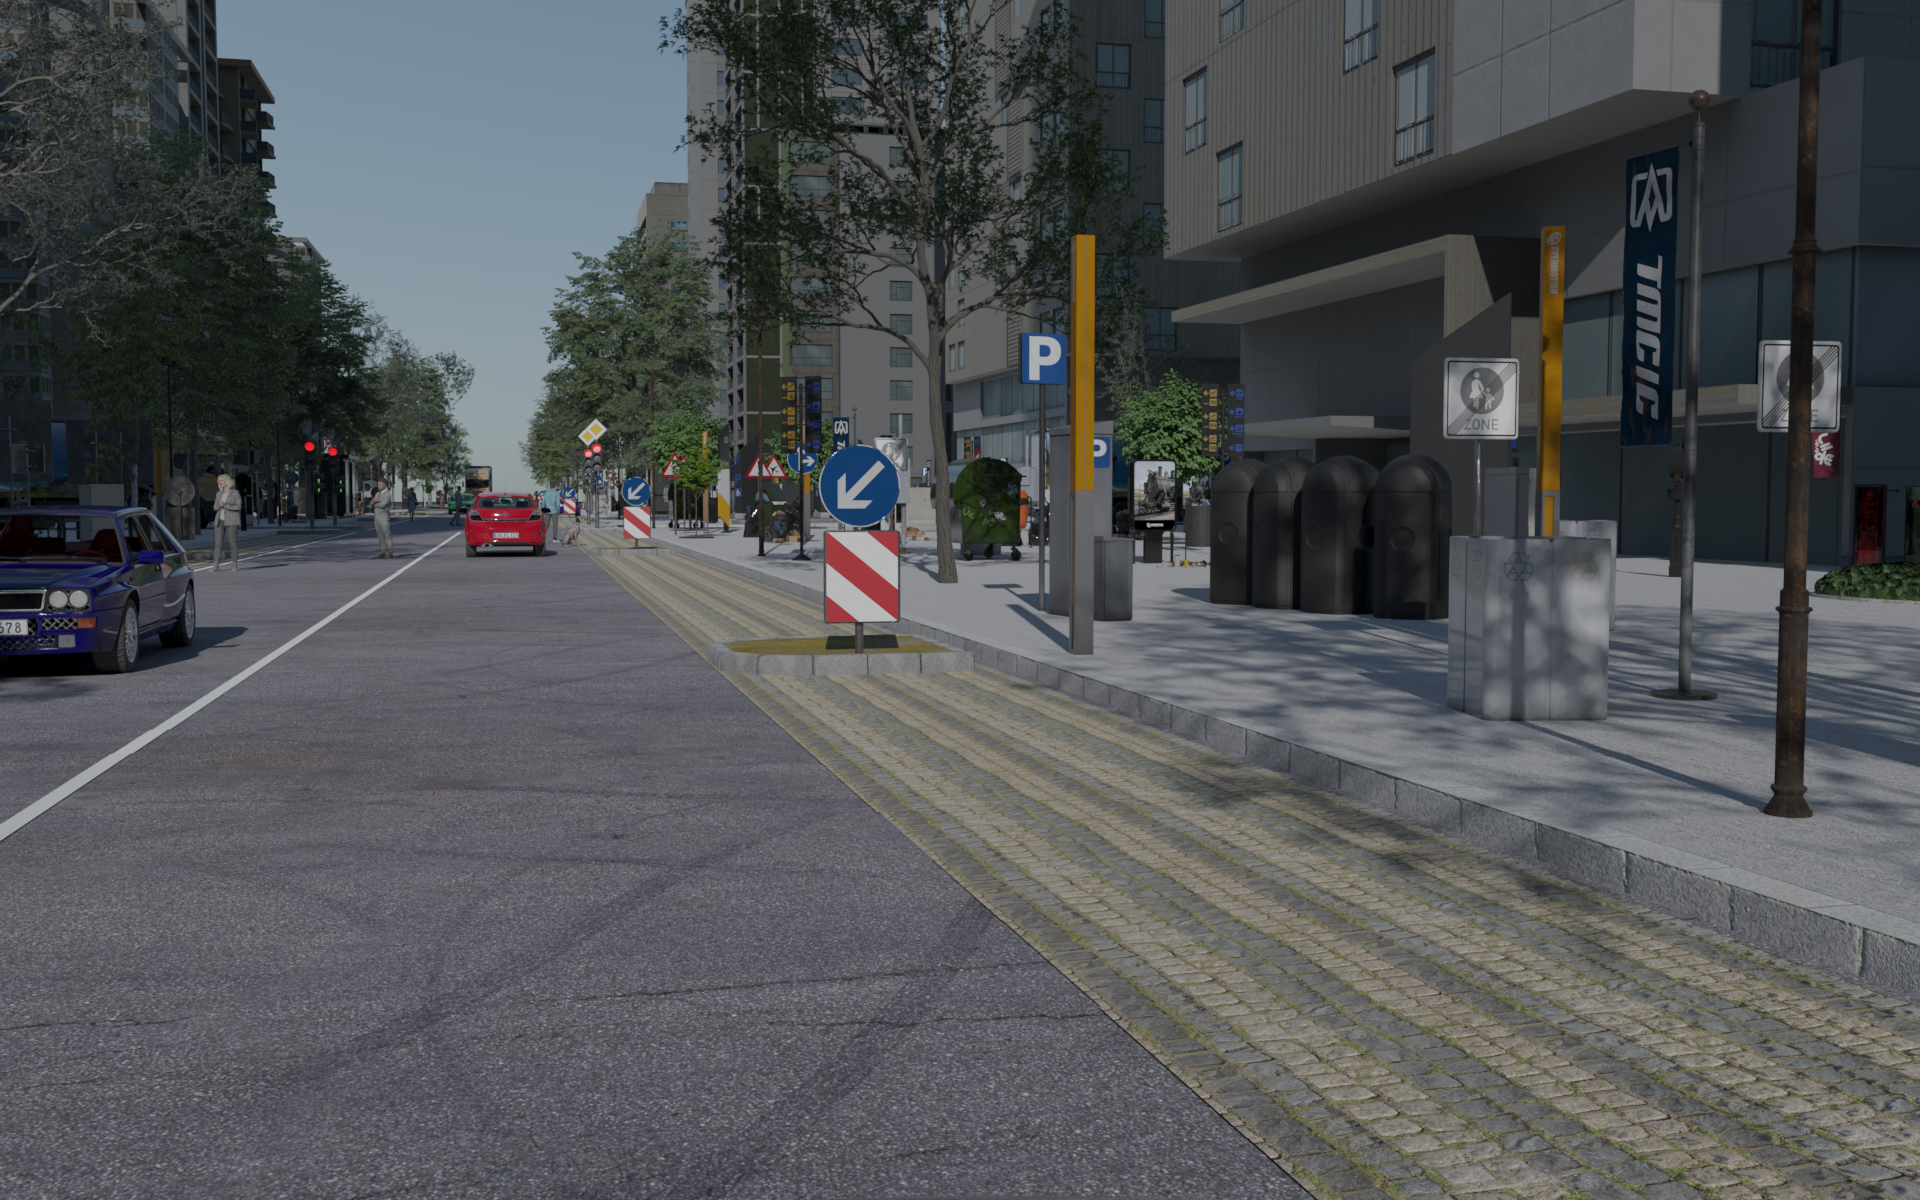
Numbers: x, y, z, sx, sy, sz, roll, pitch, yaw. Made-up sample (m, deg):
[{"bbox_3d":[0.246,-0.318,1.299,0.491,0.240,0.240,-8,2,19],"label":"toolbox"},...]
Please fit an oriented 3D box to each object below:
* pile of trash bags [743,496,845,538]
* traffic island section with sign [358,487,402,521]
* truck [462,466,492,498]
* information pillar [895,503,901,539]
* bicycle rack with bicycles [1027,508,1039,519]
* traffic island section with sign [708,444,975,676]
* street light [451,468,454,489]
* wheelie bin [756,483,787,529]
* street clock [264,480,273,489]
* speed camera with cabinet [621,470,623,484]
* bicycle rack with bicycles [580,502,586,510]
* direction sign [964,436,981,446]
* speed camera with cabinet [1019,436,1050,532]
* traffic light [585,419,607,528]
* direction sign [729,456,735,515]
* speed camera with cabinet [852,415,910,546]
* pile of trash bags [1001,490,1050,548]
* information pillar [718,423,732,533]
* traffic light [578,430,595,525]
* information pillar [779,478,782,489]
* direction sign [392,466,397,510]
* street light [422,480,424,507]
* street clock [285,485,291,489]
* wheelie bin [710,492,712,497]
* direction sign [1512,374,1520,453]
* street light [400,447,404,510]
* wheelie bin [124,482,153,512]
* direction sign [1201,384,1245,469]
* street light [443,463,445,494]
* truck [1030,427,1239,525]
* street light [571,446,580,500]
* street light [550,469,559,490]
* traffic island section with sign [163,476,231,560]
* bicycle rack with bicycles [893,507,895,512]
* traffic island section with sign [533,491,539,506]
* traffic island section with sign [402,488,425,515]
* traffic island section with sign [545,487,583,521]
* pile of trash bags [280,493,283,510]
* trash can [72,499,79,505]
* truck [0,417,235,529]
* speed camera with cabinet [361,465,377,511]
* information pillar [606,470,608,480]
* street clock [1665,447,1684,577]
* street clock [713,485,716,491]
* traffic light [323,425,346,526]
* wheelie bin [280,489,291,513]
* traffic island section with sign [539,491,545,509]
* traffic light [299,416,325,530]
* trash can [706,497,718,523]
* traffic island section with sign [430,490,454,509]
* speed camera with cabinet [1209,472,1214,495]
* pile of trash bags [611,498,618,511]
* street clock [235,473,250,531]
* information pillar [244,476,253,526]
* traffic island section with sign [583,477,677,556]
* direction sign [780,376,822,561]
[{"bbox_3d":[-4.879,-2.568,51.737,3.447,1.369,1.912,0,4,6],"label":"pile of trash bags"},{"bbox_3d":[-30.961,-5.110,92.178,1.989,1.847,2.006,-1,4,-14],"label":"traffic island section with sign"},{"bbox_3d":[-48.231,-11.290,173.498,2.839,4.237,11.283,-1,4,-14],"label":"truck"},{"bbox_3d":[-1.695,-2.750,49.449,0.304,2.012,0.304,0,4,6],"label":"information pillar"},{"bbox_3d":[3.809,-4.046,79.536,2.925,0.926,2.852,-3,4,-38],"label":"bicycle rack with bicycles"},{"bbox_3d":[-1.087,-0.364,14.572,1.989,1.847,2.006,-1,4,-14],"label":"traffic island section with sign"},{"bbox_3d":[-74.189,-17.151,253.212,0.468,5.910,1.993,-1,4,-14],"label":"street light"},{"bbox_3d":[-5.443,-2.554,49.674,0.693,1.594,0.980,3,4,38],"label":"wheelie bin"},{"bbox_3d":[-36.289,-5.290,91.066,0.471,2.002,0.358,1,4,16],"label":"street clock"},{"bbox_3d":[-27.349,-9.090,142.965,0.660,3.252,2.038,-3,5,-43],"label":"speed camera with cabinet"},{"bbox_3d":[-29.397,-7.724,139.674,2.925,0.926,2.852,-3,5,-40],"label":"bicycle rack with bicycles"},{"bbox_3d":[0.485,-4.661,68.209,0.876,3.537,0.379,3,5,42],"label":"direction sign"},{"bbox_3d":[2.951,-3.929,58.573,2.038,3.252,0.660,2,4,33],"label":"speed camera with cabinet"},{"bbox_3d":[-13.588,-4.634,64.687,0.839,4.253,0.868,-1,4,-14],"label":"traffic light"},{"bbox_3d":[-13.711,-6.832,103.704,0.379,3.537,0.876,-3,4,-37],"label":"direction sign"},{"bbox_3d":[-2.013,-3.021,43.725,0.660,3.252,2.038,-2,4,-33],"label":"speed camera with cabinet"},{"bbox_3d":[1.616,-2.024,42.839,1.912,1.369,3.447,0,4,6],"label":"pile of trash bags"},{"bbox_3d":[-7.769,-4.016,57.017,0.183,3.616,0.504,2,4,34],"label":"information pillar"},{"bbox_3d":[-15.561,-5.107,72.425,0.839,4.253,0.868,-1,4,-14],"label":"traffic light"},{"bbox_3d":[-15.152,-9.458,145.990,0.183,3.616,0.504,-2,4,-25],"label":"information pillar"},{"bbox_3d":[-46.318,-9.153,141.652,0.379,3.537,0.876,0,4,-4],"label":"direction sign"},{"bbox_3d":[-53.738,-12.261,173.246,0.468,5.910,1.993,-1,4,-14],"label":"street light"},{"bbox_3d":[-51.907,-7.908,133.870,0.358,2.002,0.471,0,4,4],"label":"street clock"},{"bbox_3d":[-17.049,-6.630,116.303,0.693,1.594,0.980,-2,4,-35],"label":"wheelie bin"},{"bbox_3d":[10.362,-2.511,33.053,0.379,3.537,0.876,-1,4,-19],"label":"direction sign"},{"bbox_3d":[-46.306,-10.463,143.850,0.468,5.910,1.993,-1,4,-14],"label":"street light"},{"bbox_3d":[-21.700,-2.318,45.814,0.693,1.594,0.980,-2,4,-28],"label":"wheelie bin"},{"bbox_3d":[5.402,-2.669,35.632,0.876,3.537,0.379,0,4,-1],"label":"direction sign"},{"bbox_3d":[-66.801,-15.392,224.439,0.468,5.910,1.993,-1,4,-14],"label":"street light"},{"bbox_3d":[8.786,-5.272,75.103,11.283,4.237,2.839,-1,4,-13],"label":"truck"},{"bbox_3d":[-32.134,-10.557,145.397,0.468,5.910,1.993,-1,4,-14],"label":"street light"},{"bbox_3d":[-56.697,-16.485,242.311,0.468,5.910,1.993,-1,4,-14],"label":"street light"},{"bbox_3d":[-17.139,-1.795,37.973,1.989,1.847,2.006,-1,4,-14],"label":"traffic island section with sign"},{"bbox_3d":[-4.068,-5.013,95.351,2.852,0.926,2.925,1,4,10],"label":"bicycle rack with bicycles"},{"bbox_3d":[-40.516,-9.824,169.254,1.989,1.847,2.006,-1,4,-14],"label":"traffic island section with sign"},{"bbox_3d":[-37.636,-6.713,118.388,1.989,1.847,2.006,-1,4,-14],"label":"traffic island section with sign"},{"bbox_3d":[-21.190,-5.184,93.385,1.989,1.847,2.006,-1,4,-14],"label":"traffic island section with sign"},{"bbox_3d":[-49.461,-7.116,126.092,1.912,1.369,3.447,-1,4,-17],"label":"pile of trash bags"},{"bbox_3d":[-23.569,-2.152,46.832,0.748,1.137,0.748,0,3,0],"label":"trash can"},{"bbox_3d":[-32.326,-4.611,64.299,11.283,4.237,2.839,-1,4,-15],"label":"truck"},{"bbox_3d":[-40.299,-7.474,116.532,2.038,3.252,0.660,1,4,15],"label":"speed camera with cabinet"},{"bbox_3d":[-29.450,-9.397,145.001,0.504,3.616,0.183,3,4,38],"label":"information pillar"},{"bbox_3d":[11.063,-1.354,26.716,0.358,2.002,0.471,2,4,27],"label":"street clock"},{"bbox_3d":[-20.394,-8.572,144.725,0.471,2.002,0.358,-2,4,-29],"label":"street clock"},{"bbox_3d":[-25.259,-4.956,69.946,0.839,4.253,0.868,-1,4,-14],"label":"traffic light"},{"bbox_3d":[-44.610,-6.536,114.777,0.980,1.594,0.693,-1,4,-15],"label":"wheelie bin"},{"bbox_3d":[-28.081,-6.839,120.445,1.989,1.847,2.006,-1,4,-14],"label":"traffic island section with sign"},{"bbox_3d":[-23.286,-4.482,62.207,0.839,4.253,0.868,-1,4,-14],"label":"traffic light"},{"bbox_3d":[-10.914,-3.935,75.998,0.748,1.137,0.748,0,3,0],"label":"trash can"},{"bbox_3d":[-49.897,-9.653,166.457,1.989,1.847,2.006,-1,4,-14],"label":"traffic island section with sign"},{"bbox_3d":[9.614,-4.528,68.370,0.660,3.252,2.038,1,4,18],"label":"speed camera with cabinet"},{"bbox_3d":[-26.668,-7.334,129.656,1.912,1.369,3.447,2,4,32],"label":"pile of trash bags"},{"bbox_3d":[-24.944,-3.406,60.261,0.471,2.002,0.358,-1,4,-23],"label":"street clock"},{"bbox_3d":[-28.346,-3.940,68.914,0.304,2.012,0.304,-3,5,-43],"label":"information pillar"},{"bbox_3d":[-7.773,-1.967,40.782,1.989,1.847,2.006,-1,4,-14],"label":"traffic island section with sign"},{"bbox_3d":[-3.057,-2.530,33.358,0.876,3.537,0.379,1,4,22],"label":"direction sign"}]
